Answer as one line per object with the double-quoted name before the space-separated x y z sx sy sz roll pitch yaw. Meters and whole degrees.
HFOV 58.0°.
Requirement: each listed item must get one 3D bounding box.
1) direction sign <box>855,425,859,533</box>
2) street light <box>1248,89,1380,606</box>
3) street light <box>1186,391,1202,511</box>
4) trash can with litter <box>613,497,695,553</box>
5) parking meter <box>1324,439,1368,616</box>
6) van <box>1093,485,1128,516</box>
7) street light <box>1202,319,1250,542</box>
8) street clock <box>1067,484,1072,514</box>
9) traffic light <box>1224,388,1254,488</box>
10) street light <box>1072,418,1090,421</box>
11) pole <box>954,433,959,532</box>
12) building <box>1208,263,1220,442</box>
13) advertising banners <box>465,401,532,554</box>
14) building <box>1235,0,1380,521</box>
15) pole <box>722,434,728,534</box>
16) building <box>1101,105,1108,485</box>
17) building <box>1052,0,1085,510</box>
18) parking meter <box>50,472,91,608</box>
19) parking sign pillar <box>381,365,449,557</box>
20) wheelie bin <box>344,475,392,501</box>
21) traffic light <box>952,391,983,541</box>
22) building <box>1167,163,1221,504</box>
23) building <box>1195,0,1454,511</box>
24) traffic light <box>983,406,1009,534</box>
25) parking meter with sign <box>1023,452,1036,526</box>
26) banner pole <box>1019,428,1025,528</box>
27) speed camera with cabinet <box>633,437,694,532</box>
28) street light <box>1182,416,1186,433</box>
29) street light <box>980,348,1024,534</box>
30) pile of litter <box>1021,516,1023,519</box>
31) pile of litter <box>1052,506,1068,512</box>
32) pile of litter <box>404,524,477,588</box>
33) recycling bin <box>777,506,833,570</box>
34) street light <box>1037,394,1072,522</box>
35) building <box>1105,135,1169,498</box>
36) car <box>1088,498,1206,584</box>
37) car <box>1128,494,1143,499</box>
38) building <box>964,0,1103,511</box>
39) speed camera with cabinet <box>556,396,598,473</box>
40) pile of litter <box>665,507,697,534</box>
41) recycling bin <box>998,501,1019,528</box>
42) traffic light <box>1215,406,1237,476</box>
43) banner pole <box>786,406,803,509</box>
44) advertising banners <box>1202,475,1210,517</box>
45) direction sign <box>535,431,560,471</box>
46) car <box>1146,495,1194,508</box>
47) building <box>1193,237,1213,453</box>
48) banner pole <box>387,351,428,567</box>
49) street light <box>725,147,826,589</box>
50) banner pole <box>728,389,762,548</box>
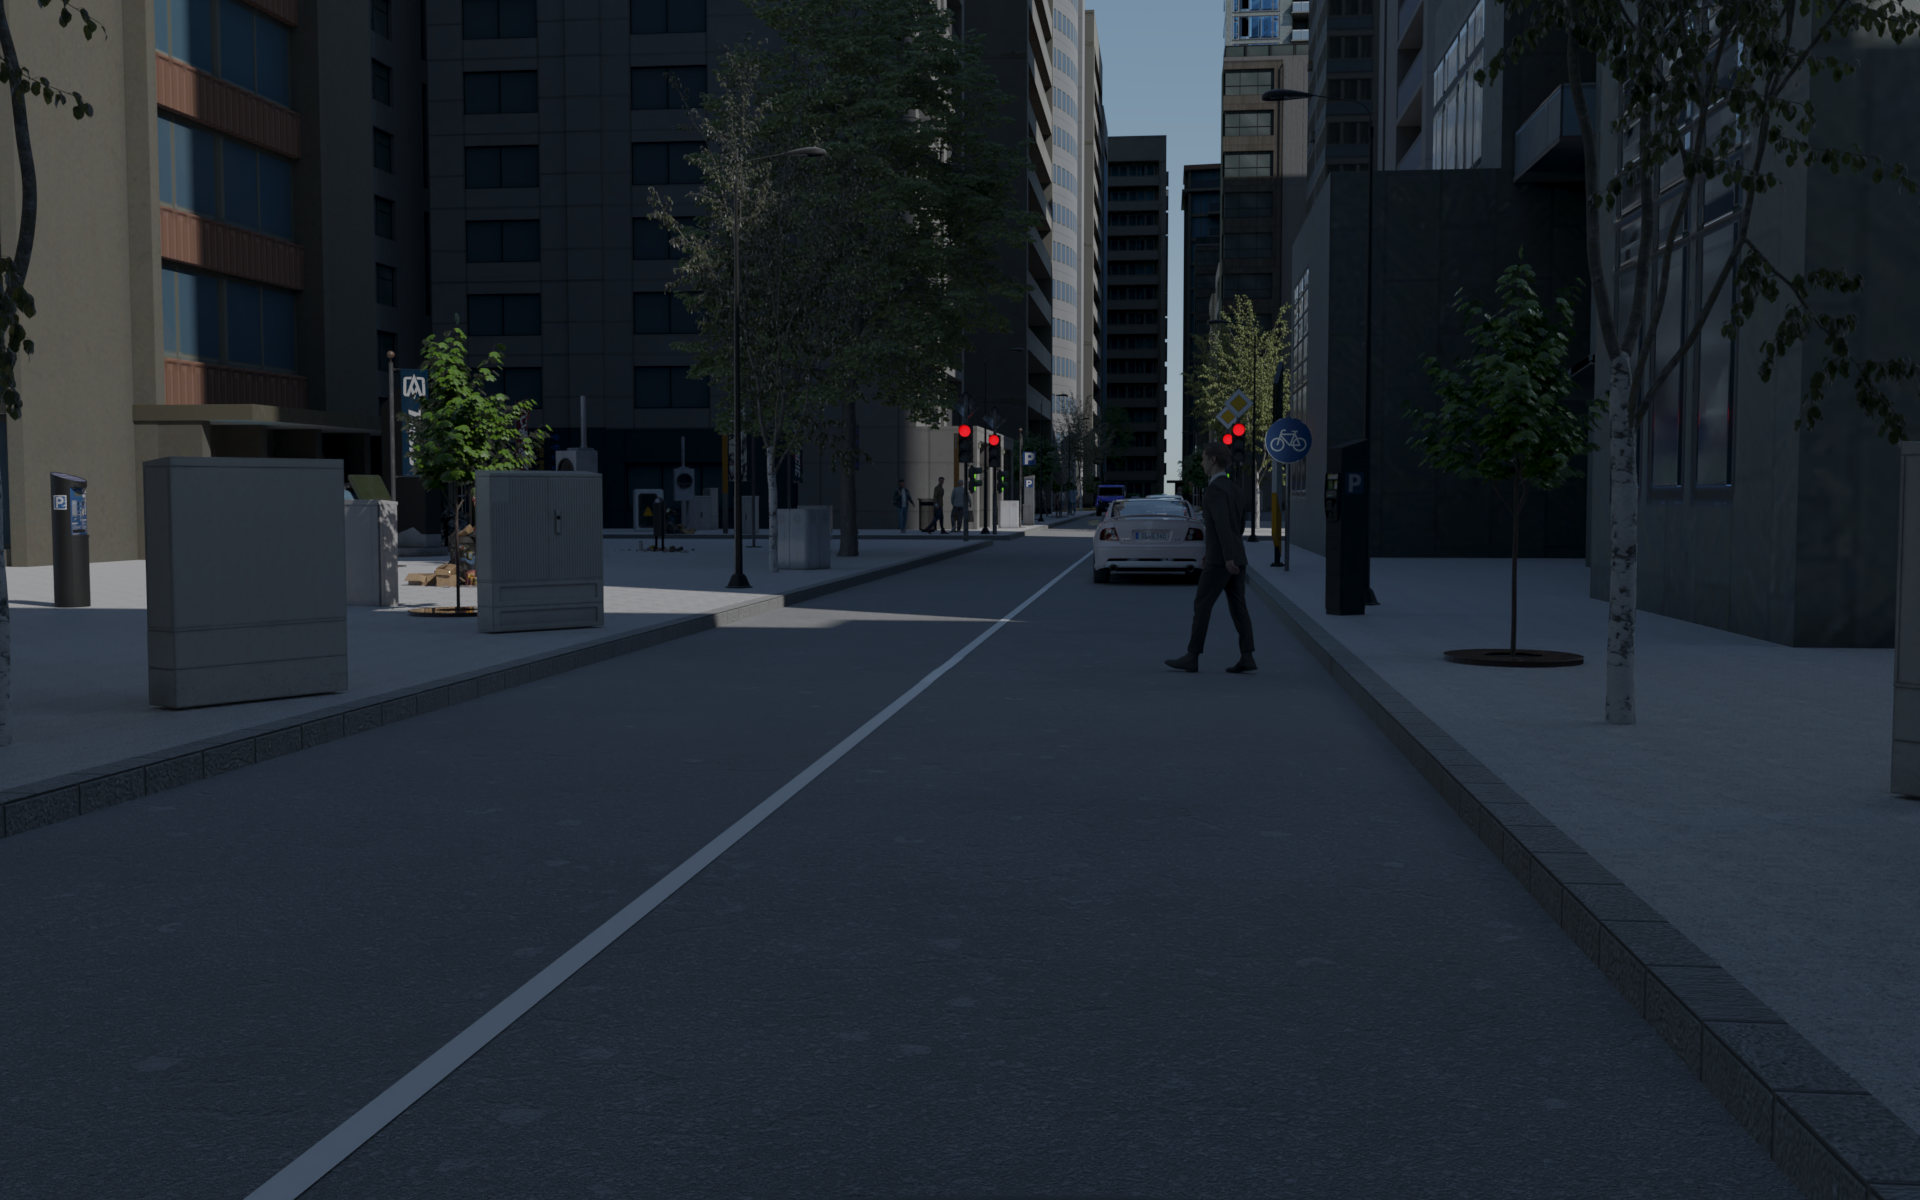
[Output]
"direction sign" -3.483 -3.939 56.406 0.379 3.537 0.876 1 4 21
"street light" 4.157 -2.902 19.983 1.470 5.913 1.316 0 4 7
"street light" 11.048 -6.447 77.948 1.470 5.913 1.316 0 4 7
"trash can with litter" -6.700 -1.688 38.653 1.678 1.210 2.233 -2 4 -26
"parking meter" 4.089 -0.775 18.374 0.399 1.863 0.255 -2 4 -24
"van" 9.892 -6.654 113.178 2.240 2.365 5.245 0 4 7
"street light" 7.292 -4.503 46.166 1.470 5.913 1.316 0 4 7
"street clock" 6.811 -6.263 106.970 0.471 2.002 0.358 1 4 15
"traffic light" 7.391 -3.501 46.167 0.839 4.253 0.868 0 4 7
"street light" 7.210 -8.135 105.543 1.470 5.913 1.316 0 4 7
"pole" -0.117 -3.928 58.074 0.158 3.312 0.155 0 3 0
"building" 34.728 -18.178 142.242 27.650 21.520 28.899 0 4 7
"advertising banners" -8.510 -2.196 32.093 0.090 3.025 2.074 1 4 20
"building" 30.319 -24.135 86.491 32.217 40.220 23.993 0 4 7
"pole" -7.604 -3.806 56.078 0.158 3.312 0.155 0 3 0
"building" 9.346 -33.435 196.774 14.200 45.320 14.600 0 4 7
"building" -0.842 -36.824 144.077 21.231 58.520 28.212 0 4 7
"parking meter" -10.107 -0.689 19.681 0.372 1.533 0.369 0 3 0
"parking sign pillar" -11.378 -2.899 35.878 1.447 3.967 1.447 2 4 32
"wheelie bin" -9.818 -1.261 28.527 0.693 1.594 0.980 2 4 31
"traffic light" 0.179 -3.553 47.004 0.839 4.253 0.868 0 4 7
"building" 41.070 -34.659 221.302 28.867 44.769 22.147 0 4 7
"building" 34.965 -52.456 170.333 22.319 86.520 31.000 0 4 7
"traffic light" 1.121 -4.038 54.934 0.839 4.253 0.868 0 4 7
"parking meter with sign" 2.807 -4.562 70.852 0.543 3.016 1.738 0 4 5
"banner pole" 2.317 -4.629 65.709 0.401 3.779 0.863 0 4 -6
"speed camera with cabinet" -10.163 -3.979 59.390 2.038 3.252 0.660 -1 4 -15
"street light" 14.040 -7.982 103.052 1.470 5.913 1.316 0 4 7
"street light" 1.348 -5.063 55.319 1.470 5.913 1.316 0 4 7
"pile of litter" 2.702 -4.652 90.022 1.719 0.858 1.176 1 4 22
"pile of litter" 7.312 -6.758 124.464 1.719 0.858 1.176 -2 4 -25
"pile of litter" -7.219 -0.638 24.393 1.176 0.858 1.719 -1 4 -16
"recycling bin" -2.696 -1.044 29.616 0.722 1.027 0.722 2 4 31
"street light" 4.310 -6.599 80.427 1.470 5.913 1.316 0 4 7
"building" 16.027 -36.732 224.273 21.600 48.544 21.300 0 4 7
"car" 3.181 -1.024 29.103 2.083 1.381 4.827 0 4 5
"car" 19.303 -11.215 192.162 1.959 1.807 4.718 0 4 6
"building" 2.799 -33.382 169.498 21.300 48.544 21.600 0 4 7
"speed camera with cabinet" -8.222 -2.503 35.253 2.038 3.252 0.660 3 5 41
"pile of litter" -9.098 -2.570 55.988 1.176 0.858 1.719 0 4 1
"recycling bin" 1.814 -3.205 64.959 0.722 1.027 0.722 0 4 -3
"traffic light" 8.333 -3.986 54.096 0.839 4.253 0.868 0 4 7
"banner pole" -4.600 -3.549 48.041 0.401 3.779 0.863 2 4 33
"advertising banners" 13.253 -5.929 93.130 0.090 3.025 2.074 1 4 18
"direction sign" -14.891 -4.317 62.576 0.876 3.537 0.379 0 4 -6
"car" 6.883 -2.843 58.485 2.014 1.417 4.499 0 4 7
"building" 33.395 -25.896 195.107 14.160 30.474 14.107 0 4 7
"banner pole" -9.750 -2.477 30.508 0.863 3.779 0.401 -2 4 -24
"street light" -2.485 -3.112 23.419 1.470 5.913 1.316 0 4 7
"banner pole" -5.181 -3.155 41.596 0.863 3.779 0.401 1 4 14
